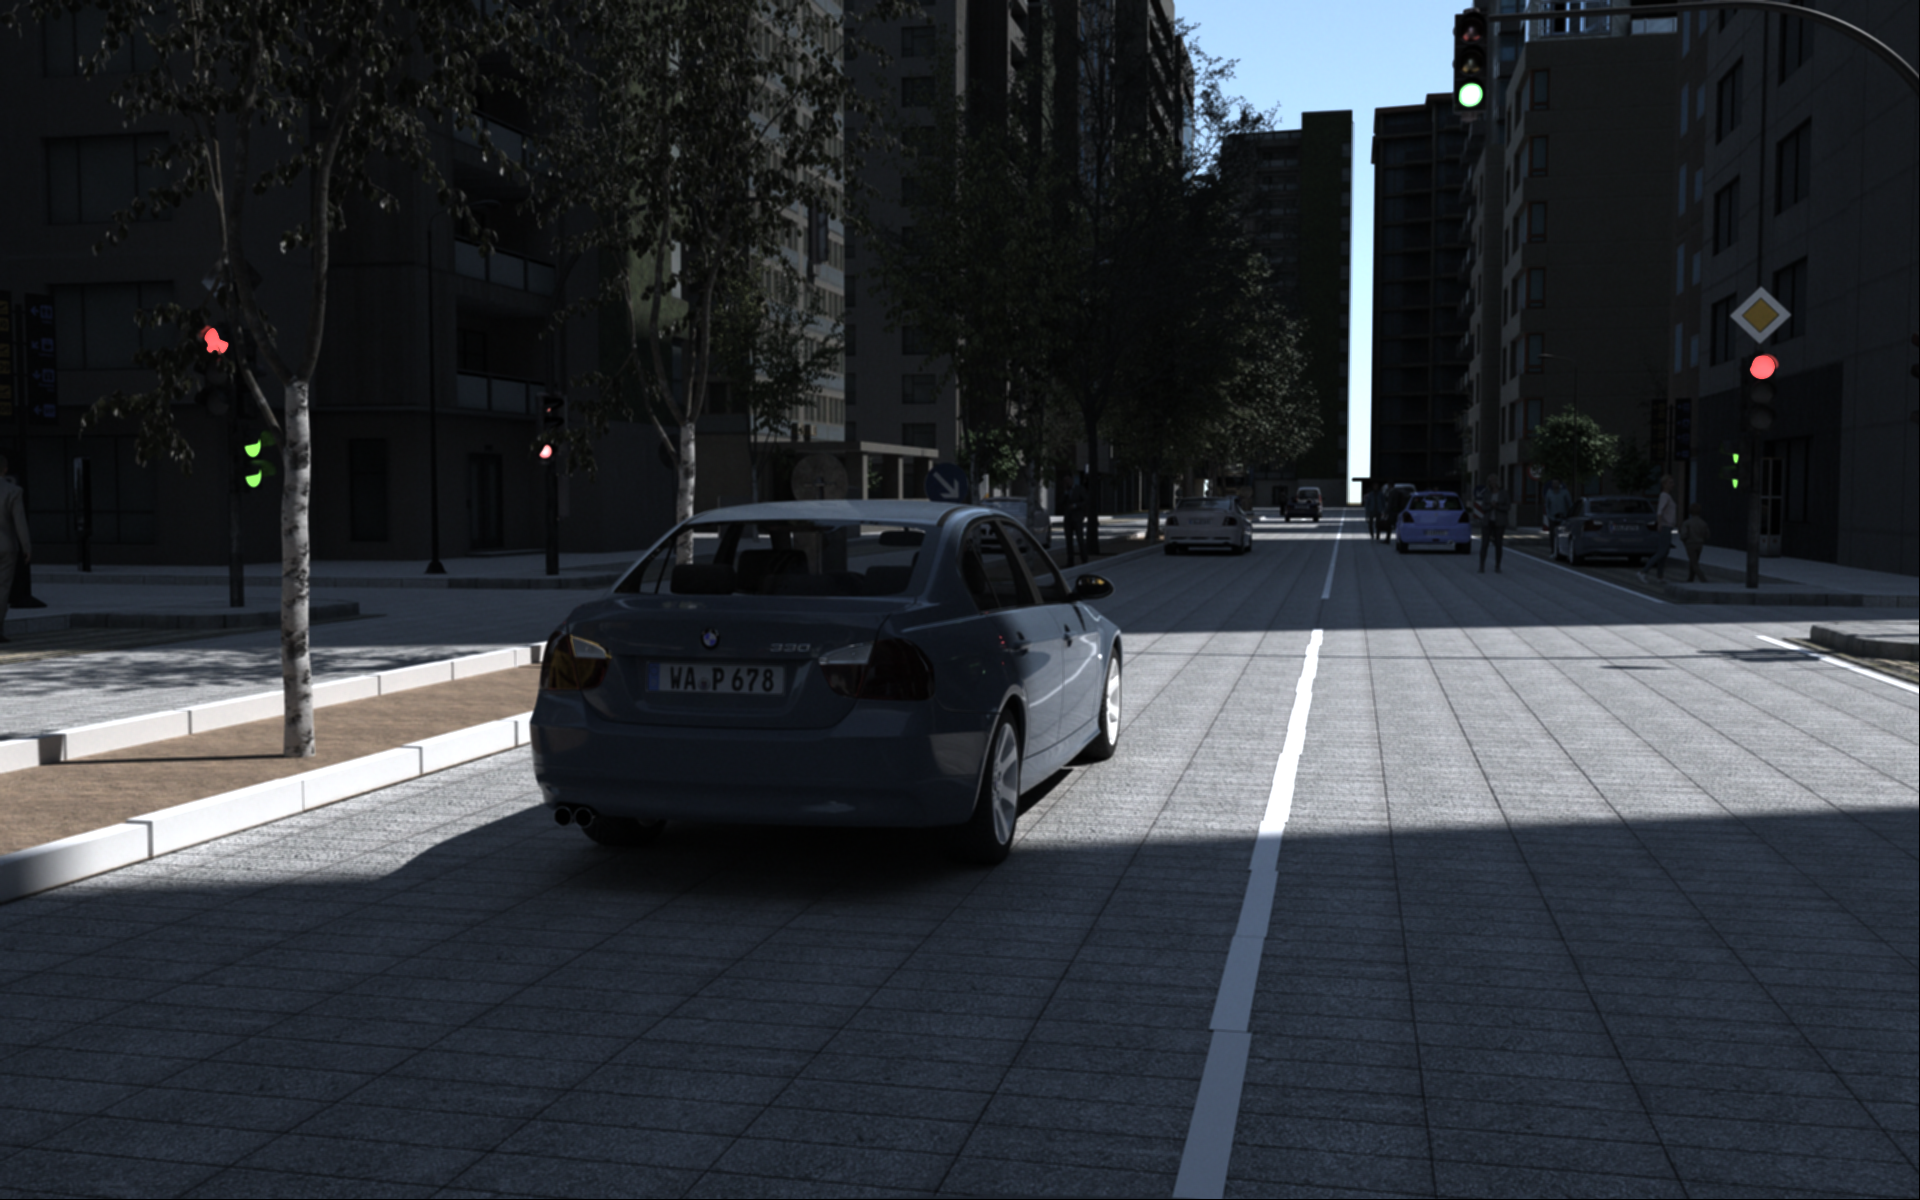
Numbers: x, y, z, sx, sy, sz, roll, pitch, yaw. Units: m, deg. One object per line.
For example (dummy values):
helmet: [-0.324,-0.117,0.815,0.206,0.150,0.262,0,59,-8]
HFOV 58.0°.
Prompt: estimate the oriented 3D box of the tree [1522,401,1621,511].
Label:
tree: [21.457,-4.737,61.163,4.285,4.588,4.351,0,3,0]

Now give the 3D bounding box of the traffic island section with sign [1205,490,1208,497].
traffic island section with sign: [22.010,-8.838,153.124,1.989,1.847,2.006,1,4,13]

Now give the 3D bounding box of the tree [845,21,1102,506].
tree: [0.244,-4.526,26.821,4.737,8.622,4.395,0,3,0]

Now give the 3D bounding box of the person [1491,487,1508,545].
person: [14.909,-2.403,48.139,0.444,1.785,0.601,-3,4,-37]

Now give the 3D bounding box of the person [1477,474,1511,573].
person: [9.719,-1.393,31.460,0.537,1.800,0.526,2,4,35]

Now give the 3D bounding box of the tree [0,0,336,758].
tree: [-3.555,-3.460,9.391,4.360,8.622,3.978,0,3,0]

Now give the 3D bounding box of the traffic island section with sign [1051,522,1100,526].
traffic island section with sign: [5.275,-4.270,78.448,1.989,1.847,2.006,1,4,13]

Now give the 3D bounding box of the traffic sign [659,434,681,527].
traffic sign: [-6.079,-2.251,36.917,0.768,2.556,0.104,1,4,16]

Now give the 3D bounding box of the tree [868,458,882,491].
tree: [-4.253,-5.061,77.350,1.663,3.219,1.824,0,3,0]

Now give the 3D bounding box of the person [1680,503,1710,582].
person: [10.936,-0.798,25.818,0.475,1.303,0.640,-2,4,-24]

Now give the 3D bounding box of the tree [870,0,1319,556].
tree: [3.093,-7.777,39.974,12.009,13.543,11.850,0,3,0]

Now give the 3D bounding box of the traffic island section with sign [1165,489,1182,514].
traffic island section with sign: [16.103,-7.225,126.758,1.989,1.847,2.006,1,4,13]

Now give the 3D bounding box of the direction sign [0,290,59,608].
direction sign: [-10.541,-1.681,19.486,0.379,3.537,0.876,2,4,26]

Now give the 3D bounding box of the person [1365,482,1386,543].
person: [12.241,-2.578,50.988,0.601,1.785,0.444,1,4,17]

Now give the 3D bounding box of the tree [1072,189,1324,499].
tree: [8.296,-8.772,62.887,9.611,12.733,9.660,0,3,0]

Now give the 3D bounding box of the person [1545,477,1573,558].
person: [13.388,-1.842,38.639,0.660,1.820,0.620,2,4,32]

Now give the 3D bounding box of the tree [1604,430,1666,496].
tree: [20.253,-3.525,52.233,1.663,3.219,1.824,0,3,0]

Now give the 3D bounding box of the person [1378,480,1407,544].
person: [12.372,-2.502,49.378,0.822,1.834,0.622,2,4,31]

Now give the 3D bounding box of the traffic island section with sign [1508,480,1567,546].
traffic island section with sign: [16.335,-2.419,48.179,1.989,1.847,2.006,1,4,13]

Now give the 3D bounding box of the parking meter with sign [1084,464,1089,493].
parking meter with sign: [7.521,-6.307,99.375,0.543,3.016,1.738,0,4,-4]

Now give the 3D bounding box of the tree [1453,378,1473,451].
tree: [30.712,-9.186,100.557,4.360,8.622,3.978,0,3,0]

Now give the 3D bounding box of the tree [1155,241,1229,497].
tree: [5.447,-5.861,48.642,4.360,8.622,3.978,0,3,0]

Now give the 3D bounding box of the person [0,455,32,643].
person: [-9.232,-0.485,16.548,0.709,1.813,0.853,-1,4,-14]

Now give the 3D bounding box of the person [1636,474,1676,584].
person: [11.056,-1.119,27.463,0.598,1.740,0.731,1,4,12]

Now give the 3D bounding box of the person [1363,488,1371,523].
person: [20.356,-4.711,86.369,0.563,1.720,0.643,2,4,34]

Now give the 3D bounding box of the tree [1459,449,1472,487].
tree: [32.705,-7.571,107.496,4.285,4.588,4.351,0,3,0]

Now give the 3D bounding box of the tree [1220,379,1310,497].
tree: [13.215,-9.115,85.900,8.767,10.594,7.601,1,4,13]

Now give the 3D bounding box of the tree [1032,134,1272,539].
tree: [6.061,-8.193,54.545,7.486,12.596,7.792,0,3,0]

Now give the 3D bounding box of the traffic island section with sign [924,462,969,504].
traffic island section with sign: [-0.054,-1.075,25.705,2.006,1.907,1.989,1,4,13]

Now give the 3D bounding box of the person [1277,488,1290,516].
person: [21.348,-6.477,114.413,0.705,1.823,1.348,-2,4,-30]

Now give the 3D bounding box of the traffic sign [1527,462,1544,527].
traffic sign: [22.231,-4.076,66.749,0.768,2.556,0.104,1,4,21]

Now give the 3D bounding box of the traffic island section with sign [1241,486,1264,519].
traffic island section with sign: [16.370,-5.559,99.033,2.006,1.907,1.989,1,4,13]

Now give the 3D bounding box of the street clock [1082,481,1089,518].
street clock: [6.915,-5.509,94.645,0.471,2.002,0.358,-2,4,-31]

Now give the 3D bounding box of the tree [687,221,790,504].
tree: [-5.214,-5.818,45.488,4.737,8.622,4.395,0,3,0]

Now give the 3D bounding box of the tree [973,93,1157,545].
tree: [1.337,-4.845,32.042,4.360,8.622,3.978,0,3,0]

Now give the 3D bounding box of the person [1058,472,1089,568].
person: [2.178,-1.525,33.233,0.655,1.846,0.447,2,4,33]

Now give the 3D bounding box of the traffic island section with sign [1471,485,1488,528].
traffic island section with sign: [22.236,-4.028,74.483,1.989,1.847,2.006,1,4,13]

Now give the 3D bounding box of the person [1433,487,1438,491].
person: [23.417,-4.693,85.459,0.478,1.798,0.641,-3,4,-39]

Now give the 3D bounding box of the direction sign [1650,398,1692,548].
direction sign: [16.860,-3.006,41.149,0.876,3.537,0.379,2,4,28]

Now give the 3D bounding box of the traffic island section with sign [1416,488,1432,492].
traffic island section with sign: [33.096,-6.990,122.920,1.989,1.847,2.006,1,4,13]

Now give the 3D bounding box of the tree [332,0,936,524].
tree: [-2.319,-3.794,14.845,4.360,8.622,3.978,0,3,0]

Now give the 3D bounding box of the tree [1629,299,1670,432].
tree: [26.912,-6.916,63.441,4.360,8.622,3.978,0,3,0]

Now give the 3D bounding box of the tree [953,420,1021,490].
tree: [1.216,-5.658,76.230,4.285,4.588,4.351,0,3,0]
